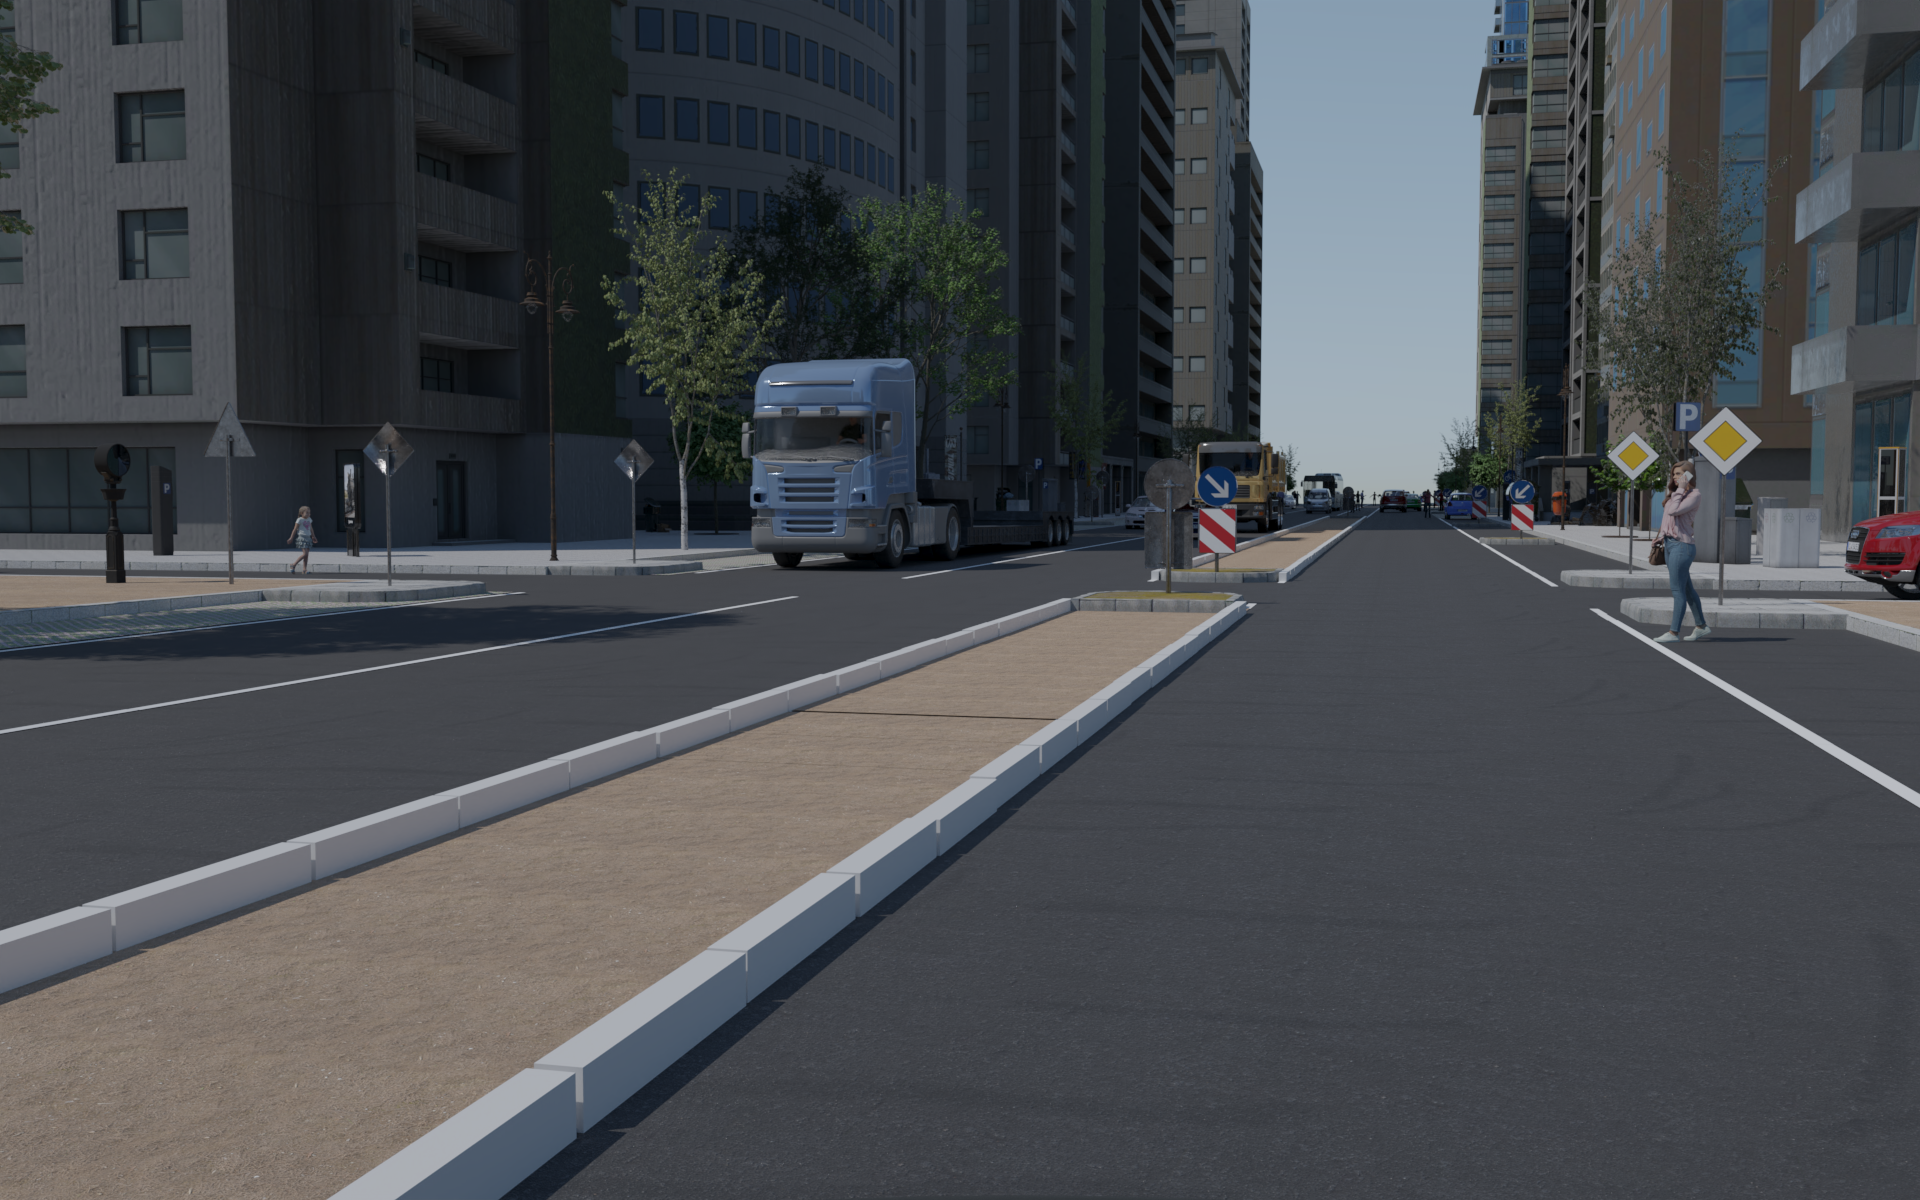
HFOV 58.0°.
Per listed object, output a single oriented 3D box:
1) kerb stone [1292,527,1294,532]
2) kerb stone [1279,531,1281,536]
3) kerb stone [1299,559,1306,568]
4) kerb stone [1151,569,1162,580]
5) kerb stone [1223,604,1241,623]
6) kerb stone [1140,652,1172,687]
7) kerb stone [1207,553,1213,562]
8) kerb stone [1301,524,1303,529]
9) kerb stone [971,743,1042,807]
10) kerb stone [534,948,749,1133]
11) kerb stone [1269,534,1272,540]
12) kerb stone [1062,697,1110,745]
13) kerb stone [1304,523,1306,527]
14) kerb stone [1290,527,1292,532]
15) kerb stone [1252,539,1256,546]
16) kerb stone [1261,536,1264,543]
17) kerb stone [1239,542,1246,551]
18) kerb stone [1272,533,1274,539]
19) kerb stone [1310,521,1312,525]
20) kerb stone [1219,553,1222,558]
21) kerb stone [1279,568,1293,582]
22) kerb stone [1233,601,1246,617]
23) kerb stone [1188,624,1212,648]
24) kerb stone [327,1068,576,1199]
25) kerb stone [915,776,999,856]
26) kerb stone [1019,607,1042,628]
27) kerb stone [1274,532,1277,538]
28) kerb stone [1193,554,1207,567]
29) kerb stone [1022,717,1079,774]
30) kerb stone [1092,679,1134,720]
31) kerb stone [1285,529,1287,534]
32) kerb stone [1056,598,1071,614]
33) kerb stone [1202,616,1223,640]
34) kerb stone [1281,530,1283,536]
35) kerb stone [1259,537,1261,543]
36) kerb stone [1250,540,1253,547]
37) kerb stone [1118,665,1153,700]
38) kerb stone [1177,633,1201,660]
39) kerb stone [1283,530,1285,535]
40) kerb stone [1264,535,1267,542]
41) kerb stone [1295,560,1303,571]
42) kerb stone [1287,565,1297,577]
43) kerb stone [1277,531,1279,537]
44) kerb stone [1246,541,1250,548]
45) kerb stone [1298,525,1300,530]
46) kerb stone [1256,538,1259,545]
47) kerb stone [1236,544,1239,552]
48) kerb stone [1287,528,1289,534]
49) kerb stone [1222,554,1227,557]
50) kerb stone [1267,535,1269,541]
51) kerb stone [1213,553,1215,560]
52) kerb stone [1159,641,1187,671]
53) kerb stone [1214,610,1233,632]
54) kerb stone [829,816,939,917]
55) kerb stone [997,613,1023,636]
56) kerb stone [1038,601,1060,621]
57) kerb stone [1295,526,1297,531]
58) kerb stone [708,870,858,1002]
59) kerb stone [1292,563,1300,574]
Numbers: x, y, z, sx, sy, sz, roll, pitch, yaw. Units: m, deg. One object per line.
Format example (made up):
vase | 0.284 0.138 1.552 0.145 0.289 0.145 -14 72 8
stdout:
kerb stone | 12.154 -2.558 64.047 0.120 0.150 1.000 1 4 14
kerb stone | 10.397 -2.133 57.100 0.120 0.150 1.000 1 4 14
kerb stone | 6.398 -0.638 32.750 0.120 0.150 1.000 1 4 14
kerb stone | 3.364 -0.432 29.282 0.120 0.150 1.000 1 4 14
kerb stone | 2.994 0.178 19.286 0.120 0.150 1.000 1 4 14
kerb stone | 1.489 0.543 13.321 0.120 0.150 1.000 1 4 14
kerb stone | 5.130 -0.859 36.240 0.120 0.150 1.000 1 4 14
kerb stone | 13.665 -2.925 70.023 0.120 0.150 1.000 1 4 14
kerb stone | 0.225 0.847 8.348 0.120 0.150 1.000 1 4 14
kerb stone | -0.779 1.090 4.376 0.120 0.150 1.000 1 4 14
kerb stone | 9.392 -1.892 53.130 0.120 0.150 1.000 1 4 14
kerb stone | 0.737 0.727 10.343 0.120 0.150 1.000 1 4 14
kerb stone | 14.175 -3.047 72.011 0.120 0.150 1.000 1 4 14
kerb stone | 11.909 -2.499 63.051 0.120 0.150 1.000 1 4 14
kerb stone | 7.882 -1.525 47.168 0.120 0.150 1.000 1 4 14
kerb stone | 8.636 -1.710 50.152 0.120 0.150 1.000 1 4 14
kerb stone | 7.136 -1.345 44.190 0.120 0.150 1.000 1 4 14
kerb stone | 9.645 -1.953 54.124 0.120 0.150 1.000 1 4 14
kerb stone | 15.430 -3.349 76.973 0.120 0.150 1.000 1 4 14
kerb stone | 5.620 -0.980 38.225 0.120 0.150 1.000 1 4 14
kerb stone | 5.393 -0.398 28.779 0.120 0.150 1.000 1 4 14
kerb stone | 3.250 0.120 20.278 0.120 0.150 1.000 1 4 14
kerb stone | 2.236 0.360 16.303 0.120 0.150 1.000 1 4 14
kerb stone | -1.033 1.152 3.377 0.120 0.150 1.000 1 4 14
kerb stone | -0.015 0.913 7.352 0.120 0.150 1.000 1 4 14
kerb stone | 0.707 0.208 18.798 0.120 0.150 1.000 1 4 14
kerb stone | 9.900 -2.013 55.114 0.120 0.150 1.000 1 4 14
kerb stone | 4.864 -0.798 35.244 0.120 0.150 1.000 1 4 14
kerb stone | 0.482 0.786 9.351 0.120 0.150 1.000 1 4 14
kerb stone | 0.987 0.665 11.339 0.120 0.150 1.000 1 4 14
kerb stone | 11.148 -2.317 60.077 0.120 0.150 1.000 1 4 14
kerb stone | 1.204 0.086 20.794 0.120 0.150 1.000 1 4 14
kerb stone | 2.494 0.299 17.299 0.120 0.150 1.000 1 4 14
kerb stone | 10.645 -2.196 58.092 0.120 0.150 1.000 1 4 14
kerb stone | 8.386 -1.649 49.161 0.120 0.150 1.000 1 4 14
kerb stone | 7.637 -1.464 46.175 0.120 0.150 1.000 1 4 14
kerb stone | 1.228 0.606 12.333 0.120 0.150 1.000 1 4 14
kerb stone | 1.990 0.428 15.311 0.120 0.150 1.000 1 4 14
kerb stone | 10.894 -2.256 59.083 0.120 0.150 1.000 1 4 14
kerb stone | 8.893 -1.771 51.147 0.120 0.150 1.000 1 4 14
kerb stone | 6.157 -0.585 31.752 0.120 0.150 1.000 1 4 14
kerb stone | 5.655 -0.463 29.770 0.120 0.150 1.000 1 4 14
kerb stone | 10.148 -2.074 56.109 0.120 0.150 1.000 1 4 14
kerb stone | 7.388 -1.406 45.184 0.120 0.150 1.000 1 4 14
kerb stone | 13.160 -2.801 68.034 0.120 0.150 1.000 1 4 14
kerb stone | 8.137 -1.585 48.165 0.120 0.150 1.000 1 4 14
kerb stone | 6.637 -1.223 42.194 0.120 0.150 1.000 1 4 14
kerb stone | 11.404 -2.377 61.066 0.120 0.150 1.000 1 4 14
kerb stone | 5.877 -1.038 39.220 0.120 0.150 1.000 1 4 14
kerb stone | 9.142 -1.831 52.139 0.120 0.150 1.000 1 4 14
kerb stone | 5.372 -0.917 37.233 0.120 0.150 1.000 1 4 14
kerb stone | 1.739 0.482 14.320 0.120 0.150 1.000 1 4 14
kerb stone | 2.746 0.239 18.290 0.120 0.150 1.000 1 4 14
kerb stone | -0.274 0.968 6.362 0.120 0.150 1.000 1 4 14
kerb stone | 0.460 0.268 17.806 0.120 0.150 1.000 1 4 14
kerb stone | 0.956 0.149 19.802 0.120 0.150 1.000 1 4 14
kerb stone | 12.661 -2.681 66.037 0.120 0.150 1.000 1 4 14
kerb stone | -0.533 1.029 5.368 0.120 0.150 1.000 1 4 14
kerb stone | 5.911 -0.524 30.760 0.120 0.150 1.000 1 4 14
